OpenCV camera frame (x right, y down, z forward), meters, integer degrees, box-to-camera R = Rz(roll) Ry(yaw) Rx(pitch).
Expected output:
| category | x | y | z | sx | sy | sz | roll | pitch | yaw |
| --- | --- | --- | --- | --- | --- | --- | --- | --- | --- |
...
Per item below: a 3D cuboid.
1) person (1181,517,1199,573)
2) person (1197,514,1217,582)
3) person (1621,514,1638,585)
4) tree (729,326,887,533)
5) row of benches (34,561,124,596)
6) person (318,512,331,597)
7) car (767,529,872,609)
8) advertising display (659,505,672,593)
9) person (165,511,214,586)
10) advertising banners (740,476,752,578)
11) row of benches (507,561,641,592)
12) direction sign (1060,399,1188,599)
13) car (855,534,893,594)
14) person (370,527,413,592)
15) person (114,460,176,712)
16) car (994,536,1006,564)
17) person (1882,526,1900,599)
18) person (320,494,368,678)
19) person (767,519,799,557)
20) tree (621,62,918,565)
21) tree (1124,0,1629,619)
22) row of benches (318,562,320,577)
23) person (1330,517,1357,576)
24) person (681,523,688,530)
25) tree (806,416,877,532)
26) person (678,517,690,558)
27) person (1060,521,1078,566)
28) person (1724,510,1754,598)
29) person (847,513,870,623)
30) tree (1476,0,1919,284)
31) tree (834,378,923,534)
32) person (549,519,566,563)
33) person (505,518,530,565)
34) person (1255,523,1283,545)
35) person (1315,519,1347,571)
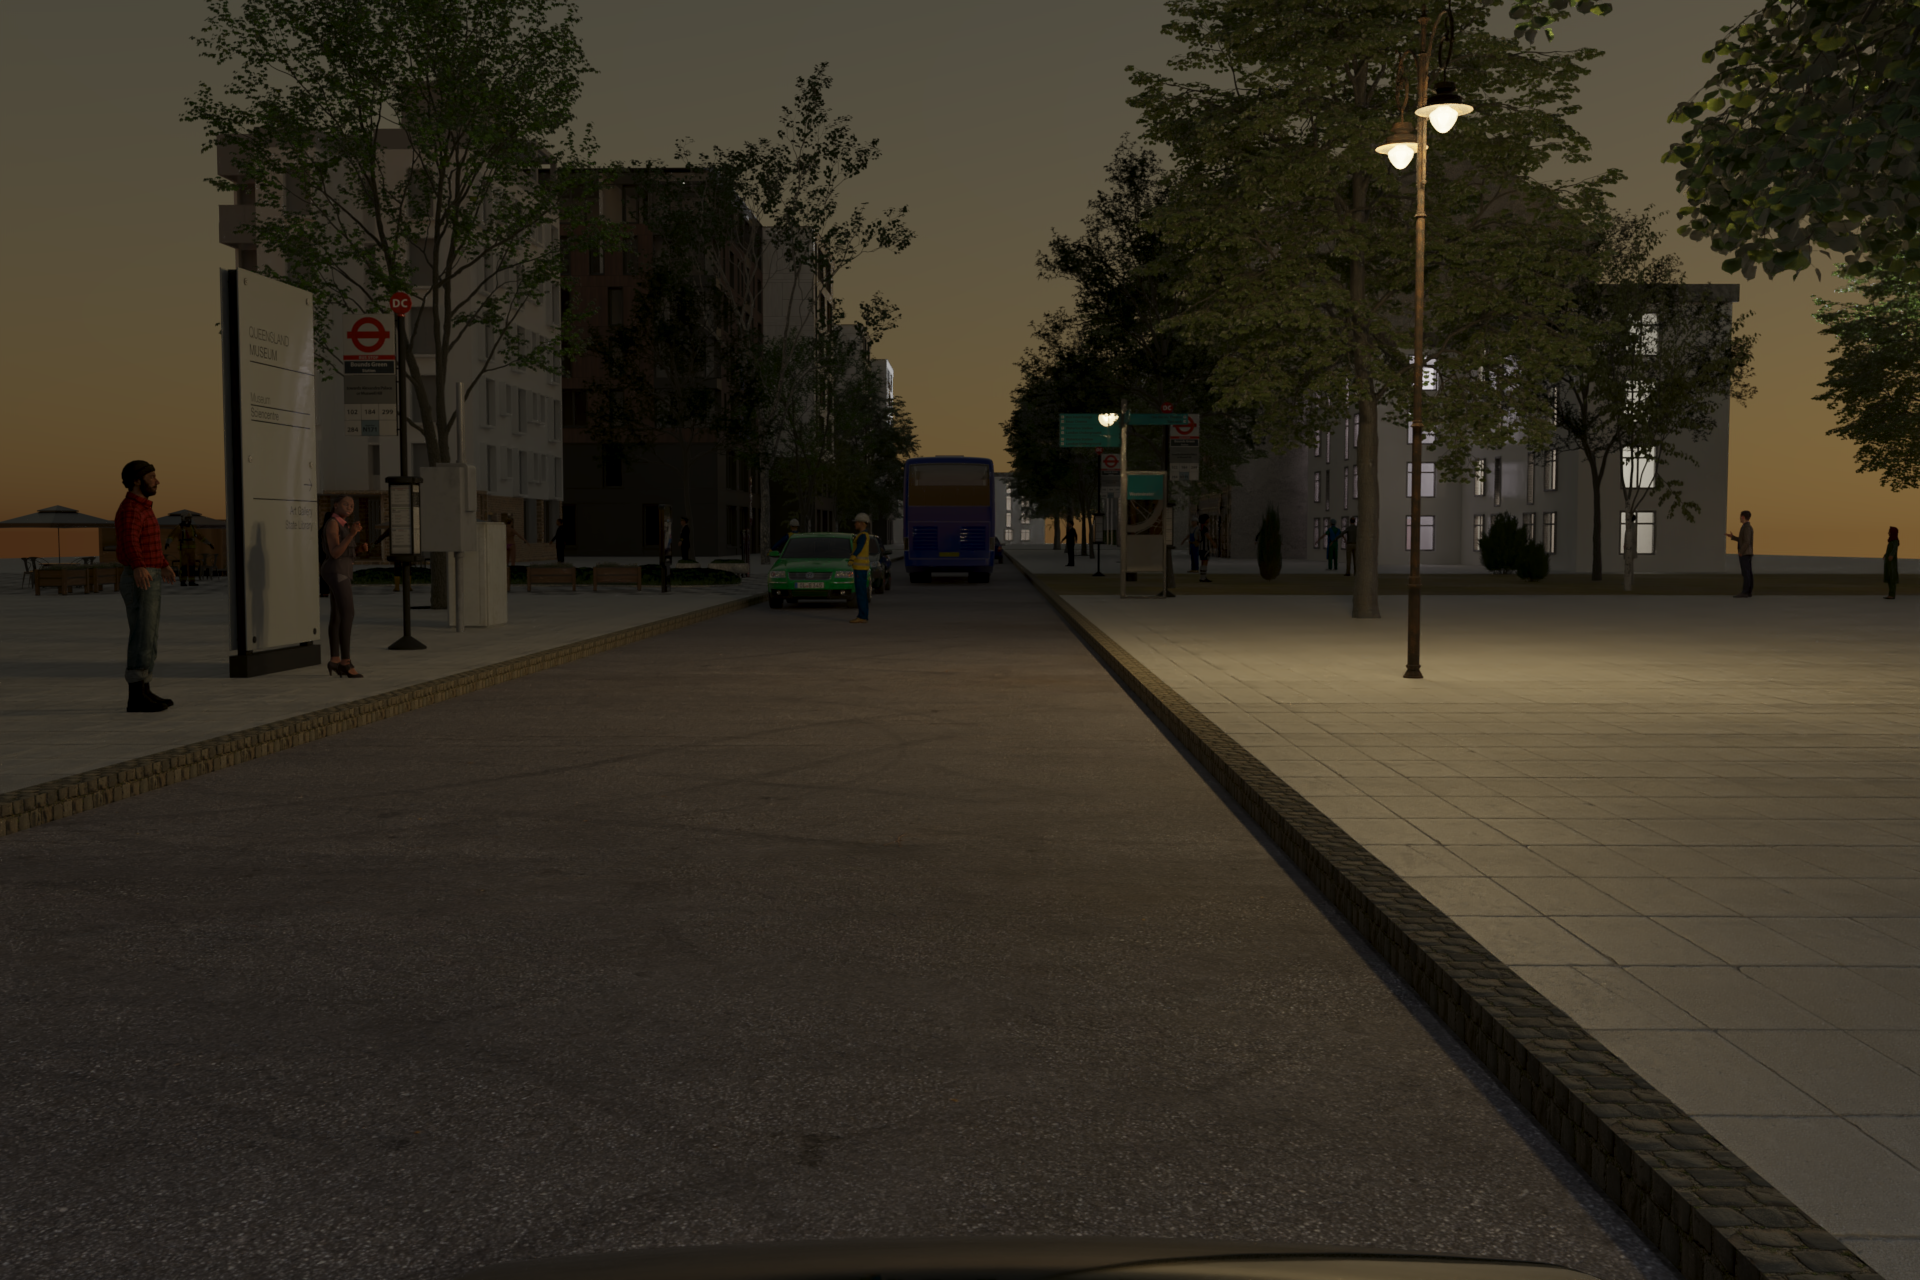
| category | x | y | z | sx | sy | sz | roll | pitch | yaw |
| --- | --- | --- | --- | --- | --- | --- | --- | --- | --- |
| person | 7.737 | -3.146 | 57.298 | 0.705 | 1.847 | 1.347 | -2 | 4 | -24 |
| person | 6.562 | -2.455 | 46.283 | 0.704 | 1.843 | 1.345 | -1 | 4 | -9 |
| person | 16.817 | -2.286 | 43.558 | 0.705 | 1.806 | 1.347 | 1 | 4 | 22 |
| tree | -7.623 | -9.767 | 85.445 | 9.928 | 11.665 | 9.643 | 0 | 3 | 0 |
| row of benches | -19.025 | -1.375 | 37.939 | 1.422 | 0.672 | 4.104 | 0 | 4 | -2 |
| person | -12.848 | -1.736 | 35.162 | 0.721 | 1.737 | 1.214 | 2 | 4 | 32 |
| car | -2.763 | -1.582 | 34.661 | 1.959 | 1.807 | 4.718 | 0 | 4 | 1 |
| advertising display | -6.491 | -2.018 | 38.204 | 0.123 | 1.923 | 0.974 | 0 | 4 | 0 |
| person | -18.962 | -2.248 | 42.522 | 0.705 | 1.858 | 1.354 | 2 | 4 | 30 |
| advertising banners | -6.331 | -3.383 | 51.501 | 0.090 | 3.025 | 2.074 | 0 | 4 | 2 |
| row of benches | -9.240 | -1.428 | 38.815 | 4.104 | 0.672 | 1.422 | -1 | 4 | -12 |
| direction sign | 3.230 | -2.751 | 33.741 | 2.525 | 3.948 | 1.411 | 0 | 4 | 1 |
| car | -2.636 | -2.016 | 42.751 | 2.009 | 1.686 | 4.222 | 0 | 4 | 1 |
| person | -12.421 | -1.983 | 38.552 | 1.346 | 1.812 | 0.704 | -1 | 4 | -18 |
| person | -5.910 | -0.396 | 12.581 | 0.704 | 1.816 | 1.345 | -1 | 4 | -17 |
| car | 1.280 | -4.439 | 85.157 | 1.945 | 1.354 | 3.894 | 0 | 4 | 1 |
| person | 18.296 | -1.524 | 34.132 | 0.599 | 1.438 | 0.989 | 1 | 4 | 22 |
| person | -5.507 | -0.494 | 15.585 | 0.593 | 1.643 | 0.415 | 2 | 4 | 32 |
| person | -3.775 | -1.850 | 39.173 | 1.216 | 1.772 | 0.721 | -1 | 4 | -23 |
| tree | -7.804 | -13.156 | 70.982 | 12.611 | 20.169 | 13.585 | 0 | 3 | 0 |
| tree | 5.874 | -6.624 | 26.423 | 7.486 | 12.596 | 7.792 | 0 | 3 | 0 |
| row of benches | -16.909 | -1.784 | 44.634 | 1.422 | 0.672 | 4.104 | 0 | 4 | 5 |
| person | 11.992 | -2.858 | 52.997 | 1.348 | 1.796 | 0.705 | 0 | 4 | -6 |
| person | -10.185 | -3.562 | 64.370 | 0.705 | 1.813 | 1.348 | -1 | 4 | -8 |
| tree | -7.176 | -9.399 | 104.033 | 4.737 | 8.622 | 4.395 | 0 | 3 | 0 |
| person | -8.798 | -3.015 | 55.236 | 0.705 | 1.837 | 1.347 | 0 | 4 | -3 |
| person | 4.377 | -3.824 | 68.707 | 0.705 | 1.806 | 1.347 | -2 | 4 | -23 |
| person | 15.754 | -1.745 | 35.112 | 0.617 | 1.759 | 0.750 | -3 | 5 | -43 |
| person | -1.675 | -1.164 | 27.953 | 0.721 | 1.772 | 1.216 | 0 | 4 | 4 |
| tree | 5.674 | -6.159 | 7.360 | 9.857 | 13.997 | 8.962 | 0 | 3 | 0 |
| tree | -7.564 | -14.221 | 139.161 | 9.857 | 13.997 | 8.962 | 0 | 3 | 0 |
| person | -13.462 | -3.178 | 58.192 | 0.704 | 1.802 | 1.346 | 0 | 4 | 7 |
| person | -12.760 | -2.599 | 49.294 | 1.217 | 1.733 | 0.721 | 1 | 4 | 22 |
| person | 10.022 | -3.036 | 56.351 | 0.721 | 1.740 | 1.216 | -3 | 4 | -36 |
| person | 13.114 | -3.357 | 61.011 | 1.347 | 1.817 | 0.704 | -2 | 4 | -24 |
